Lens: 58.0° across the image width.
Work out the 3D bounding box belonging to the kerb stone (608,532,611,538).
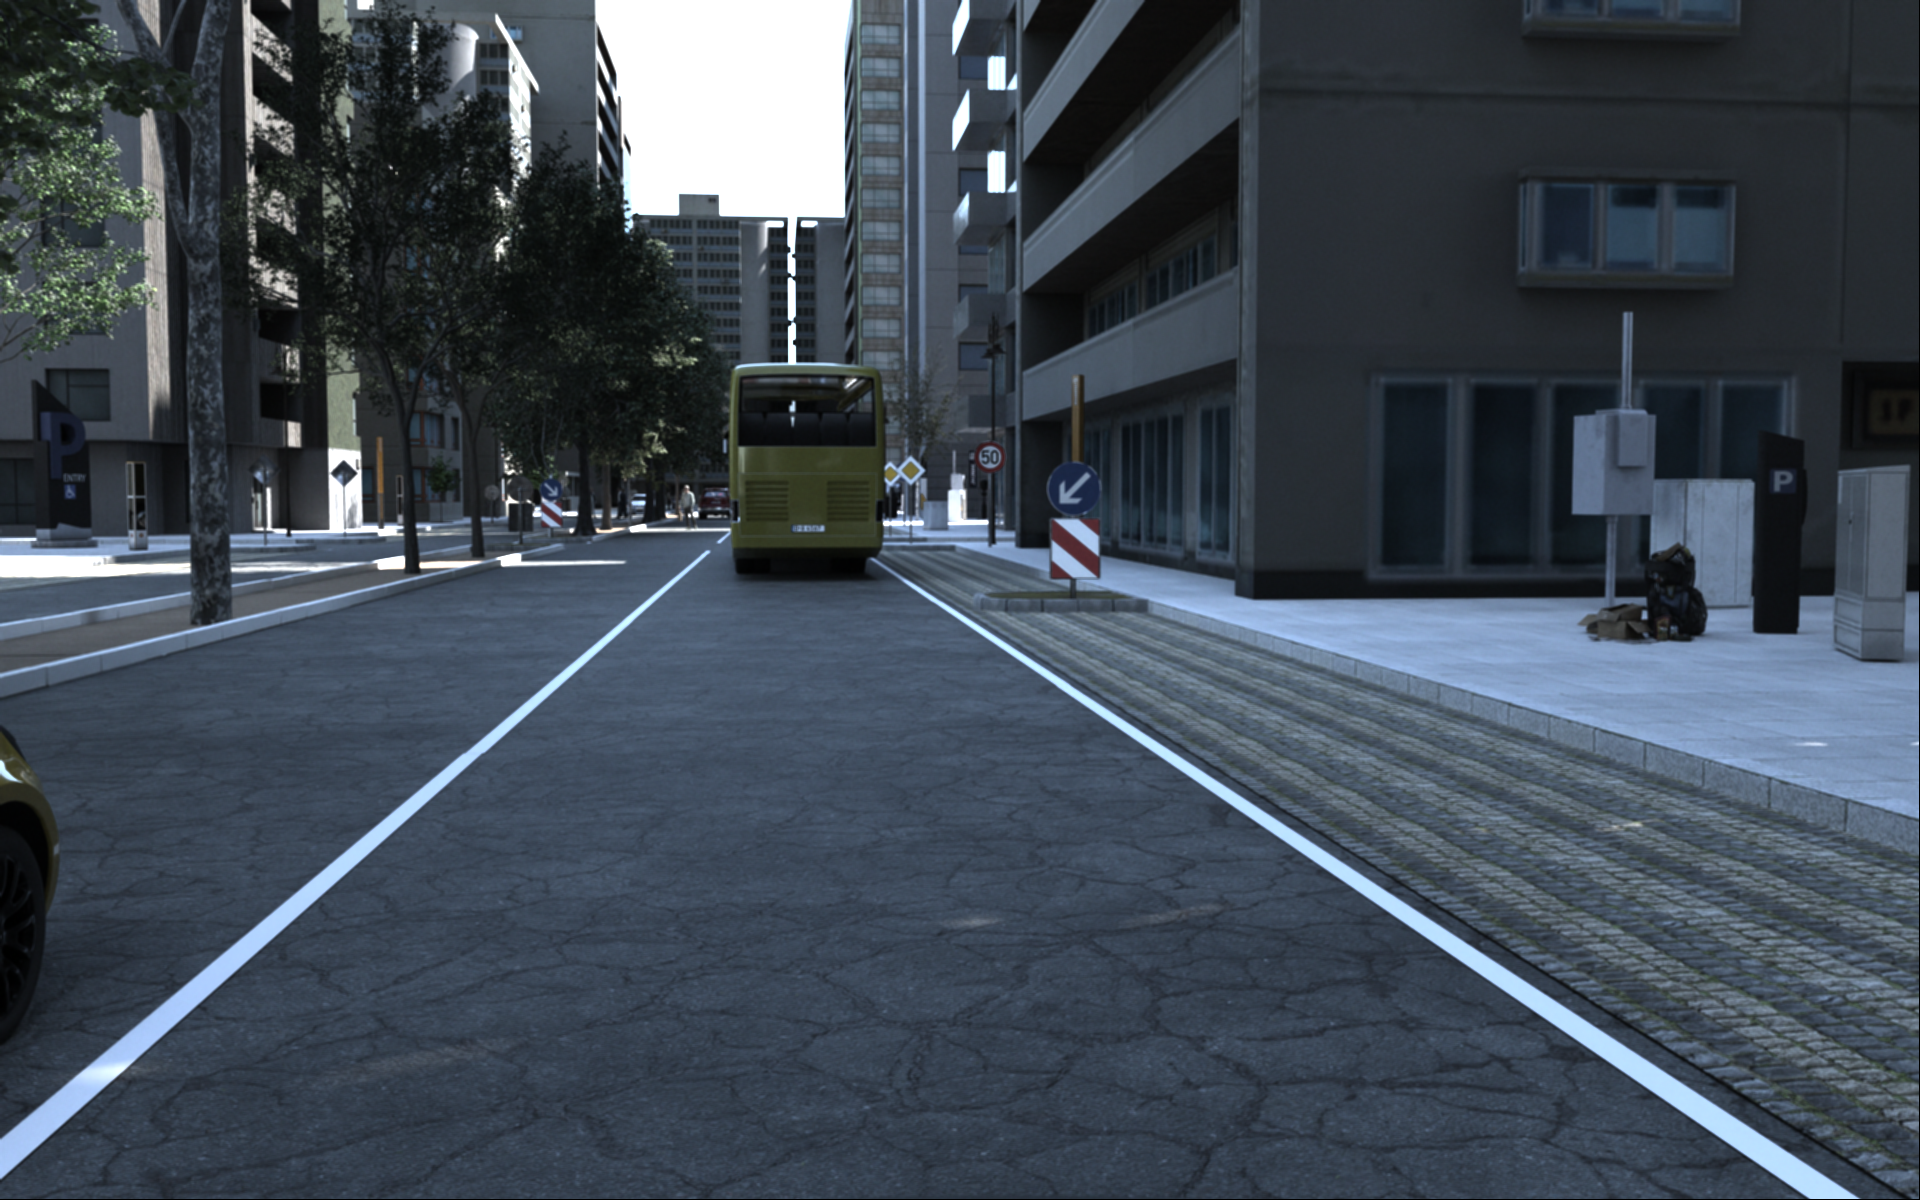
[{"bbox_3d":[-11.430,-2.052,55.749,0.120,0.150,1.000,0,4,-6],"label":"kerb stone"}]

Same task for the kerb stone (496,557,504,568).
[{"bbox_3d":[-9.084,-0.707,33.754,0.120,0.150,1.000,0,4,-6],"label":"kerb stone"}]

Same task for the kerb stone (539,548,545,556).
[{"bbox_3d":[-9.731,-1.081,39.868,0.120,0.150,1.000,0,4,-6],"label":"kerb stone"}]

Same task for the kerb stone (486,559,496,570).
[{"bbox_3d":[-8.971,-0.645,32.738,0.120,0.150,1.000,0,4,-6],"label":"kerb stone"}]

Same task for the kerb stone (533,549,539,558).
[{"bbox_3d":[-9.623,-1.015,38.852,0.120,0.150,1.000,0,4,-6],"label":"kerb stone"}]

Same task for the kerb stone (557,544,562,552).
[{"bbox_3d":[-10.061,-1.264,42.920,0.120,0.150,1.000,0,4,-6],"label":"kerb stone"}]

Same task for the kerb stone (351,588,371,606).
[{"bbox_3d":[-7.889,-0.023,22.570,0.120,0.150,1.000,0,4,-6],"label":"kerb stone"}]

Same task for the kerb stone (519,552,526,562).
[{"bbox_3d":[-9.405,-0.894,36.812,0.120,0.150,1.000,0,4,-6],"label":"kerb stone"}]

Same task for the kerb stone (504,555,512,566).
[{"bbox_3d":[-9.187,-0.768,34.771,0.120,0.150,1.000,0,4,-6],"label":"kerb stone"}]

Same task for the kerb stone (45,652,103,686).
[{"bbox_3d":[-6.905,0.541,13.400,0.120,0.150,1.000,0,4,-6],"label":"kerb stone"}]

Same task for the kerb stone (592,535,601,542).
[{"bbox_3d":[-11.101,-1.862,52.688,0.120,0.150,1.000,0,4,-6],"label":"kerb stone"}]

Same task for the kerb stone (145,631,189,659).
[{"bbox_3d":[-7.127,0.418,15.432,0.120,0.150,1.000,0,4,-6],"label":"kerb stone"}]

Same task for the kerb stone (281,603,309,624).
[{"bbox_3d":[-7.561,0.164,19.507,0.120,0.150,1.000,0,4,-6],"label":"kerb stone"}]

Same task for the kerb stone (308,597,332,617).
[{"bbox_3d":[-7.666,0.104,20.533,0.120,0.150,1.000,0,4,-6],"label":"kerb stone"}]

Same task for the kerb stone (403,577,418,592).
[{"bbox_3d":[-8.218,-0.209,25.619,0.120,0.150,1.000,0,4,-6],"label":"kerb stone"}]

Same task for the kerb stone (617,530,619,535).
[{"bbox_3d":[-11.757,-2.239,58.805,0.120,0.150,1.000,0,4,-6],"label":"kerb stone"}]

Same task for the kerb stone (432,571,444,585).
[{"bbox_3d":[-8.432,-0.334,27.656,0.120,0.150,1.000,0,4,-6],"label":"kerb stone"}]

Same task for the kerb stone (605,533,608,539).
[{"bbox_3d":[-11.326,-1.985,54.732,0.120,0.150,1.000,0,4,-6],"label":"kerb stone"}]

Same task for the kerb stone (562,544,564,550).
[{"bbox_3d":[-10.170,-1.330,43.936,0.120,0.150,1.000,0,4,-6],"label":"kerb stone"}]

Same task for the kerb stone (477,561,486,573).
[{"bbox_3d":[-8.870,-0.581,31.721,0.120,0.150,1.000,0,4,-6],"label":"kerb stone"}]

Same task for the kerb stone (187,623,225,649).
[{"bbox_3d":[-7.234,0.354,16.455,0.120,0.150,1.000,0,4,-6],"label":"kerb stone"}]

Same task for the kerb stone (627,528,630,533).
[{"bbox_3d":[-12.189,-2.488,62.875,0.120,0.150,1.000,0,4,-6],"label":"kerb stone"}]

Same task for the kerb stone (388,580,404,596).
[{"bbox_3d":[-8.099,-0.147,24.604,0.120,0.150,1.000,0,4,-6],"label":"kerb stone"}]

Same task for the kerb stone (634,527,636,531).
[{"bbox_3d":[-12.523,-2.673,65.933,0.120,0.150,1.000,0,4,-6],"label":"kerb stone"}]

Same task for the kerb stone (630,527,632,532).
[{"bbox_3d":[-12.300,-2.551,63.901,0.120,0.150,1.000,0,4,-6],"label":"kerb stone"}]

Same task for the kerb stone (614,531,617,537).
[{"bbox_3d":[-11.643,-2.174,57.789,0.120,0.150,1.000,0,4,-6],"label":"kerb stone"}]

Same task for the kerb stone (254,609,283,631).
[{"bbox_3d":[-7.459,0.230,18.488,0.120,0.150,1.000,0,4,-6],"label":"kerb stone"}]

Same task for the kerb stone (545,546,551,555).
[{"bbox_3d":[-9.843,-1.143,40.887,0.120,0.150,1.000,0,4,-6],"label":"kerb stone"}]

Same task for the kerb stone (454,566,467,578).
[{"bbox_3d":[-8.640,-0.457,29.690,0.120,0.150,1.000,0,4,-6],"label":"kerb stone"}]

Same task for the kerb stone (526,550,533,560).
[{"bbox_3d":[-9.516,-0.956,37.830,0.120,0.150,1.000,0,4,-6],"label":"kerb stone"}]

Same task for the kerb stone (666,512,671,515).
[{"bbox_3d":[-20.925,-6.277,124.832,0.120,0.150,1.000,0,4,-6],"label":"kerb stone"}]

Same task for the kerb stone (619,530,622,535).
[{"bbox_3d":[-11.863,-2.301,59.821,0.120,0.150,1.000,0,4,-6],"label":"kerb stone"}]

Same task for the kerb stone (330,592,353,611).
[{"bbox_3d":[-7.769,0.040,21.551,0.120,0.150,1.000,0,4,-6],"label":"kerb stone"}]

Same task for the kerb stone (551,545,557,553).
[{"bbox_3d":[-9.947,-1.203,41.904,0.120,0.150,1.000,0,4,-6],"label":"kerb stone"}]

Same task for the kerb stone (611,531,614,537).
[{"bbox_3d":[-11.537,-2.111,56.766,0.120,0.150,1.000,0,4,-6],"label":"kerb stone"}]

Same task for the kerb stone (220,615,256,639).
[{"bbox_3d":[-7.343,0.289,17.472,0.120,0.150,1.000,0,4,-6],"label":"kerb stone"}]

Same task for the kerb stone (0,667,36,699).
[{"bbox_3d":[-6.802,0.602,12.368,0.120,0.150,1.000,0,4,-6],"label":"kerb stone"}]

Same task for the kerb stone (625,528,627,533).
[{"bbox_3d":[-12.081,-2.426,61.854,0.120,0.150,1.000,0,4,-6],"label":"kerb stone"}]

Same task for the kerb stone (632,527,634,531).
[{"bbox_3d":[-12.412,-2.613,64.917,0.120,0.150,1.000,0,4,-6],"label":"kerb stone"}]

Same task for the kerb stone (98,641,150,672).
[{"bbox_3d":[-7.012,0.480,14.416,0.120,0.150,1.000,0,4,-6],"label":"kerb stone"}]

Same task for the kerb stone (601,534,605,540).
[{"bbox_3d":[-11.206,-1.927,53.710,0.120,0.150,1.000,0,4,-6],"label":"kerb stone"}]

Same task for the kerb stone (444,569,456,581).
[{"bbox_3d":[-8.543,-0.390,28.672,0.120,0.150,1.000,0,4,-6],"label":"kerb stone"}]

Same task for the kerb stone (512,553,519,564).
[{"bbox_3d":[-9.292,-0.831,35.787,0.120,0.150,1.000,0,4,-6],"label":"kerb stone"}]

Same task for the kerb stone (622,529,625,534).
[{"bbox_3d":[-11.970,-2.359,60.838,0.120,0.150,1.000,0,4,-6],"label":"kerb stone"}]

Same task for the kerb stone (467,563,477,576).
[{"bbox_3d":[-8.751,-0.520,30.706,0.120,0.150,1.000,0,4,-6],"label":"kerb stone"}]

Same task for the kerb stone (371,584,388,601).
[{"bbox_3d":[-7.993,-0.085,23.587,0.120,0.150,1.000,0,4,-6],"label":"kerb stone"}]

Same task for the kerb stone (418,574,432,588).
[{"bbox_3d":[-8.321,-0.272,26.636,0.120,0.150,1.000,0,4,-6],"label":"kerb stone"}]
